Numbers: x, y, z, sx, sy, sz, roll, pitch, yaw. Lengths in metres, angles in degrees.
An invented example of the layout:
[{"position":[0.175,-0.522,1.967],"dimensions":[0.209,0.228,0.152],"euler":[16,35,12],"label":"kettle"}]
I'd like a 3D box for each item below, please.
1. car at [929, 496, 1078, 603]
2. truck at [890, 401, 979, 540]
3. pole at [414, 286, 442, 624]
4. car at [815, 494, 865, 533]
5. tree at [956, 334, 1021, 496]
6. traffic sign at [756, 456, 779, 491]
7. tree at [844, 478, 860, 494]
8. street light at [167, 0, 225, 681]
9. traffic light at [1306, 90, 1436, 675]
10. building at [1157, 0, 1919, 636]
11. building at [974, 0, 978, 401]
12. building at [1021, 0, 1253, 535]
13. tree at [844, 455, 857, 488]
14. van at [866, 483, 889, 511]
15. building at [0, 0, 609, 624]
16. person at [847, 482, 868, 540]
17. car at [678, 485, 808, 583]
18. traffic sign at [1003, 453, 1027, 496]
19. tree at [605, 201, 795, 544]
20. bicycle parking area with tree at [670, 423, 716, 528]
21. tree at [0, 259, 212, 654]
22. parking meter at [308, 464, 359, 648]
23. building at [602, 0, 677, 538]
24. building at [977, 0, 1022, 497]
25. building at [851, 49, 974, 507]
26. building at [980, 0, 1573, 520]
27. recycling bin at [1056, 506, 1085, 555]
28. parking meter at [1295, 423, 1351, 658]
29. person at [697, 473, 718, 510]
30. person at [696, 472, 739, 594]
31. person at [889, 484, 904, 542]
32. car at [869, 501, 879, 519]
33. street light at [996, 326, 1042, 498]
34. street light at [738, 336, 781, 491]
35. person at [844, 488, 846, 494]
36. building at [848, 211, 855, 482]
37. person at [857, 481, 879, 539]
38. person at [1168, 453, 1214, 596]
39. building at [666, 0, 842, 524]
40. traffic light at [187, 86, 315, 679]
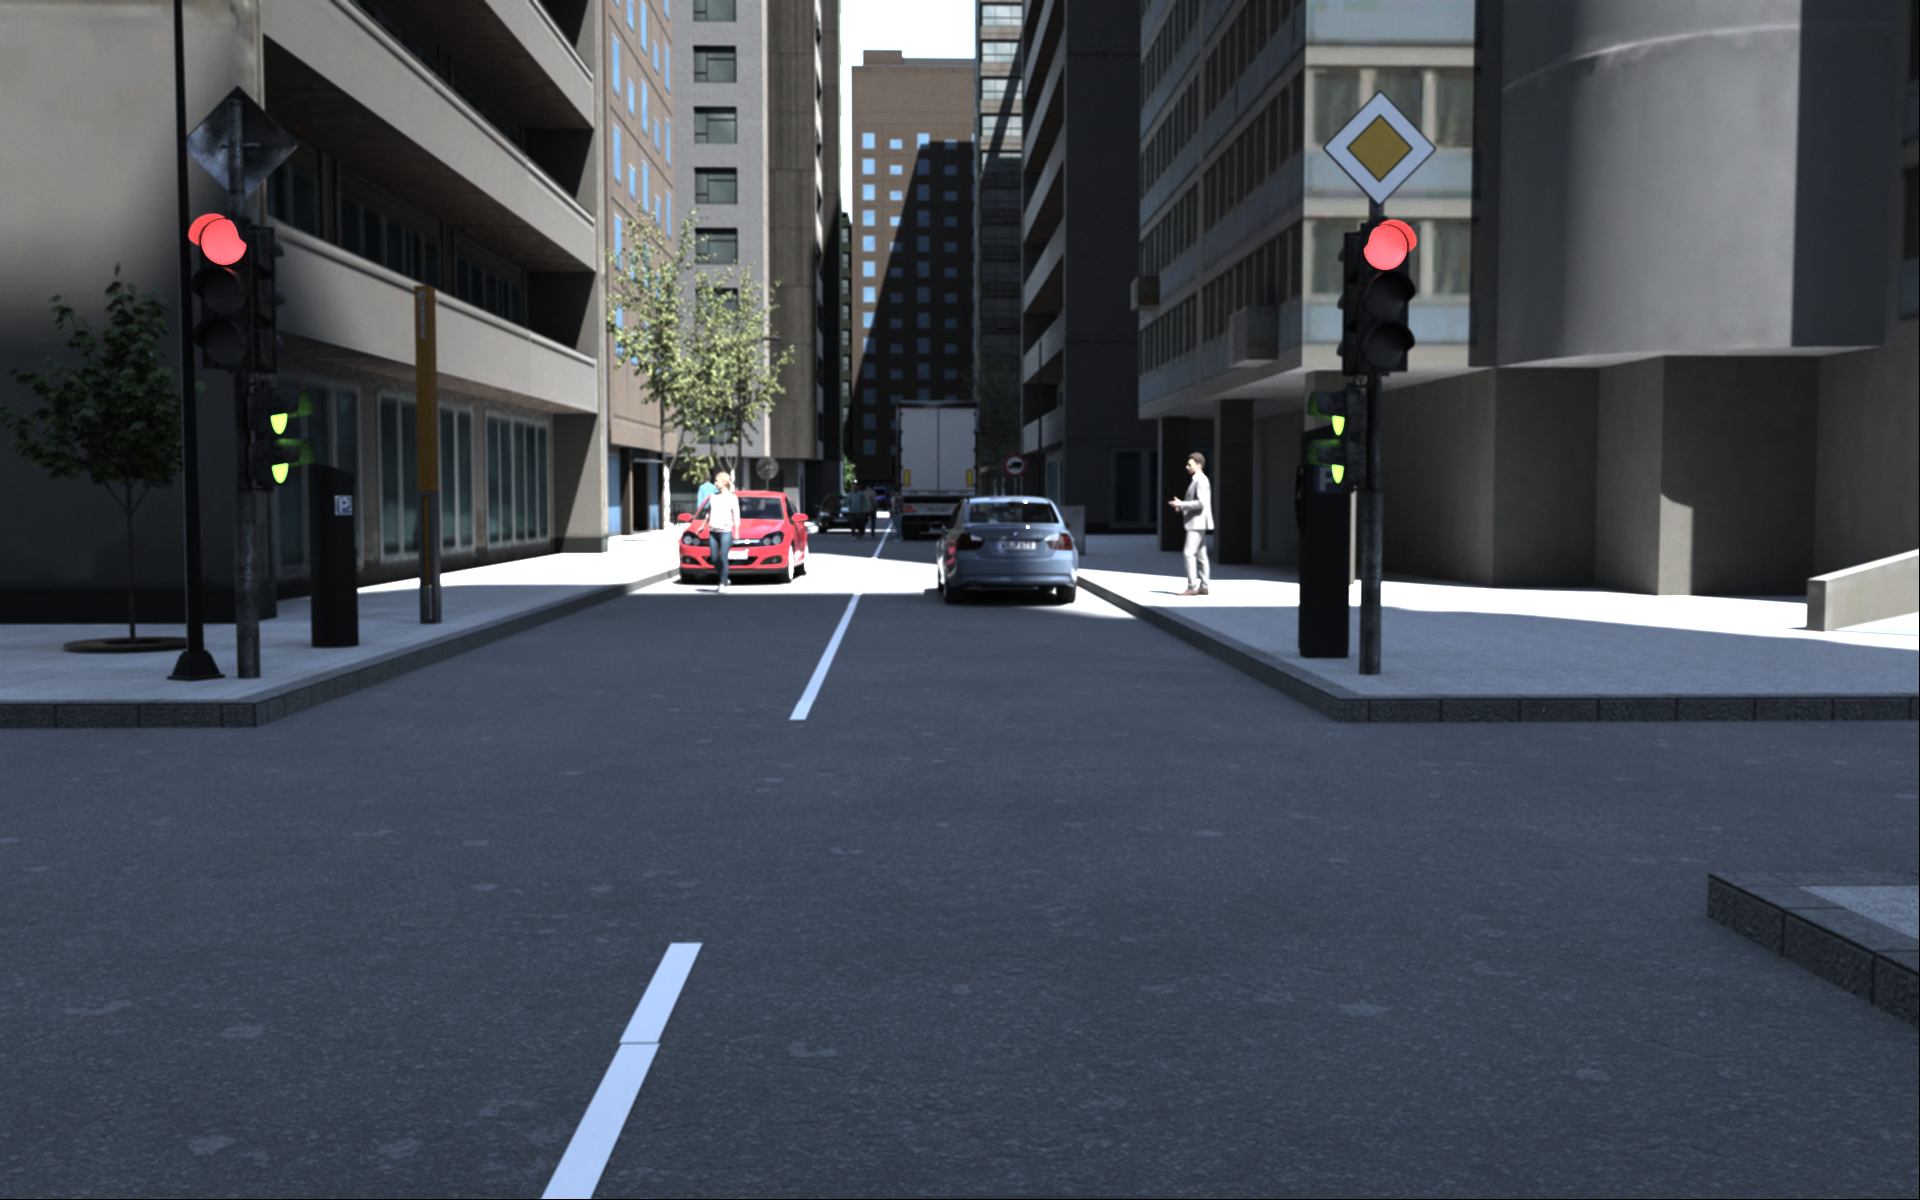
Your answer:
[{"position":[0.598,-0.736,24.035],"dimensions":[2.014,1.417,4.499],"euler":[0,4,-3],"label":"car"},{"position":[-0.894,-4.207,57.704],"dimensions":[2.839,4.237,11.283],"euler":[0,4,-2],"label":"truck"},{"position":[-5.250,-1.422,17.085],"dimensions":[0.158,3.312,0.155],"euler":[0,3,0],"label":"pole"},{"position":[-4.380,-3.341,64.412],"dimensions":[2.009,1.686,4.222],"euler":[0,4,-2],"label":"car"},{"position":[1.825,-7.866,78.977],"dimensions":[4.360,8.622,3.978],"euler":[0,3,0],"label":"tree"},{"position":[-6.527,-3.581,58.648],"dimensions":[0.768,2.556,0.104],"euler":[0,4,2],"label":"traffic sign"},{"position":[-10.266,-10.278,162.645],"dimensions":[1.663,3.219,1.824],"euler":[0,3,0],"label":"tree"},{"position":[-4.773,-2.406,11.880],"dimensions":[1.470,5.913,1.316],"euler":[0,4,-2],"label":"street light"},{"position":[2.906,-1.427,12.245],"dimensions":[0.839,4.253,0.868],"euler":[0,4,-2],"label":"traffic light"},{"position":[15.962,-20.630,29.188],"dimensions":[23.993,40.220,32.217],"euler":[0,4,-2],"label":"building"},{"position":[15.117,-34.201,148.420],"dimensions":[28.713,52.752,27.495],"euler":[0,4,-2],"label":"building"},{"position":[13.630,-26.933,64.060],"dimensions":[21.300,48.544,21.600],"euler":[0,4,-2],"label":"building"},{"position":[-8.821,-8.294,119.322],"dimensions":[4.285,4.588,4.351],"euler":[0,3,0],"label":"tree"},{"position":[-7.303,-8.930,150.392],"dimensions":[2.240,2.365,5.245],"euler":[0,4,-3],"label":"van"},{"position":[-18.040,-24.593,25.791],"dimensions":[21.300,48.544,21.600],"euler":[0,4,-2],"label":"building"},{"position":[-3.206,-2.793,54.179],"dimensions":[0.660,1.820,0.620],"euler":[0,4,3],"label":"person"},{"position":[-3.586,-1.226,29.086],"dimensions":[2.155,1.783,4.494],"euler":[0,3,0],"label":"car"},{"position":[1.713,-3.297,54.009],"dimensions":[0.768,2.556,0.104],"euler":[0,4,-1],"label":"traffic sign"},{"position":[-7.313,-5.749,44.360],"dimensions":[4.737,8.622,4.395],"euler":[0,3,0],"label":"tree"},{"position":[-12.521,-5.039,69.392],"dimensions":[8.231,4.147,9.016],"euler":[2,4,23],"label":"bicycle parking area with tree"},{"position":[-6.931,-1.216,14.476],"dimensions":[1.663,3.219,1.824],"euler":[0,3,0],"label":"tree"},{"position":[-5.278,-0.378,14.586],"dimensions":[0.372,1.533,0.369],"euler":[0,3,0],"label":"parking meter"},{"position":[-16.853,-24.696,53.895],"dimensions":[14.600,45.320,14.200],"euler":[0,4,-2],"label":"building"},{"position":[8.230,-27.168,127.794],"dimensions":[14.154,41.232,14.086],"euler":[0,4,-2],"label":"building"},{"position":[-3.836,-32.306,178.318],"dimensions":[14.200,45.320,14.600],"euler":[0,4,-2],"label":"building"},{"position":[17.622,-25.494,108.708],"dimensions":[32.217,40.220,23.993],"euler":[0,4,-2],"label":"building"},{"position":[2.269,-1.482,36.785],"dimensions":[0.722,1.027,0.722],"euler":[0,4,-1],"label":"recycling bin"},{"position":[2.846,-0.482,13.594],"dimensions":[0.399,1.863,0.255],"euler":[0,3,0],"label":"parking meter"},{"position":[-6.114,-2.189,42.177],"dimensions":[0.601,1.785,0.444],"euler":[-1,4,-21],"label":"person"},{"position":[-3.479,-0.973,25.080],"dimensions":[0.731,1.740,0.598],"euler":[1,4,12],"label":"person"},{"position":[-1.857,-2.584,51.580],"dimensions":[0.643,1.720,0.563],"euler":[-3,4,-38],"label":"person"},{"position":[-5.703,-5.542,100.403],"dimensions":[2.009,1.686,4.222],"euler":[0,4,-1],"label":"car"},{"position":[1.684,-4.621,48.089],"dimensions":[1.470,5.913,1.316],"euler":[0,4,-2],"label":"street light"},{"position":[-5.960,-4.808,51.144],"dimensions":[1.470,5.913,1.316],"euler":[0,4,-2],"label":"street light"},{"position":[-9.916,-8.646,147.491],"dimensions":[0.705,1.814,1.350],"euler":[0,4,5],"label":"person"},{"position":[-17.995,-24.894,178.720],"dimensions":[14.107,30.474,14.160],"euler":[0,4,-2],"label":"building"},{"position":[-2.945,-2.891,55.617],"dimensions":[0.661,1.843,0.795],"euler":[3,5,41],"label":"person"},{"position":[2.899,-0.954,21.838],"dimensions":[0.583,1.804,0.606],"euler":[0,3,0],"label":"person"},{"position":[-12.685,-18.842,79.768],"dimensions":[14.160,30.474,14.107],"euler":[0,4,-2],"label":"building"},{"position":[-4.951,-1.411,11.983],"dimensions":[0.839,4.253,0.868],"euler":[0,4,-2],"label":"traffic light"}]
